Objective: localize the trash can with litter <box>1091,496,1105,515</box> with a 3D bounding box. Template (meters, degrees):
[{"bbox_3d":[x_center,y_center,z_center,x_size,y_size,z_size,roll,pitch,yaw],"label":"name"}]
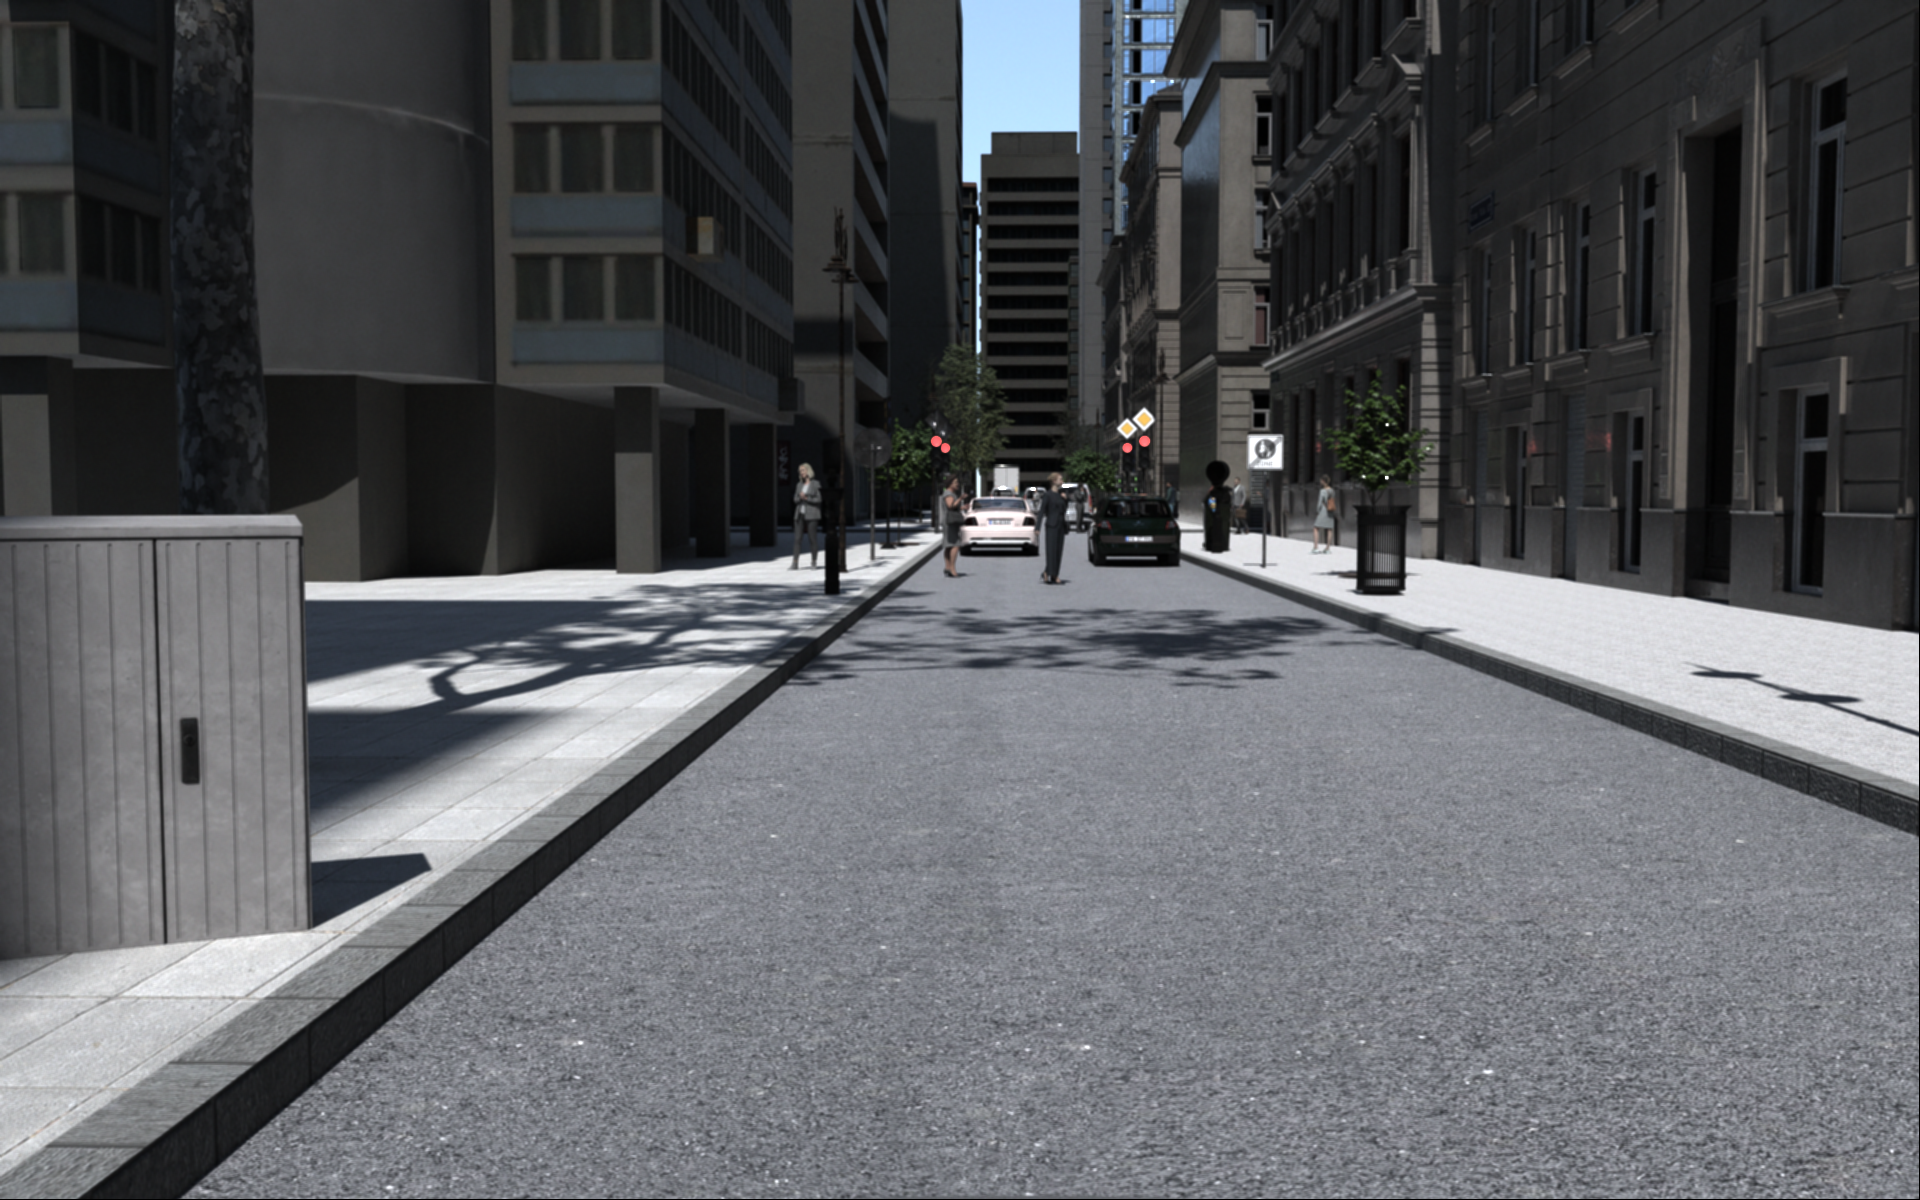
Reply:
[{"bbox_3d":[7.108,-4.701,88.254,1.055,1.170,0.624,-1,4,-12],"label":"trash can with litter"}]

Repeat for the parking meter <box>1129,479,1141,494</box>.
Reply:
[{"bbox_3d":[6.396,-3.521,63.283,0.399,1.863,0.255,-2,4,-31],"label":"parking meter"}]

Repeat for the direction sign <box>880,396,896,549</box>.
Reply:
[{"bbox_3d":[-1.686,-2.968,40.519,0.379,3.537,0.876,-1,4,-13],"label":"direction sign"}]

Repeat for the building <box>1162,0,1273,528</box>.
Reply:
[{"bbox_3d":[24.167,-14.614,72.220,30.059,22.955,16.112,0,4,2],"label":"building"}]

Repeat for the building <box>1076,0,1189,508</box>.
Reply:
[{"bbox_3d":[22.189,-51.408,153.187,22.319,86.520,31.000,0,4,2],"label":"building"}]

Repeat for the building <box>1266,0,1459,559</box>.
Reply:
[{"bbox_3d":[14.286,-12.648,42.946,11.583,22.565,21.152,0,4,2],"label":"building"}]

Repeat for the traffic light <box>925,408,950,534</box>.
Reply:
[{"bbox_3d":[-0.735,-4.113,56.174,0.839,4.253,0.868,0,4,2],"label":"traffic light"}]

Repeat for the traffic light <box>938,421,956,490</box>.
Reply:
[{"bbox_3d":[-0.517,-4.602,64.156,0.839,4.253,0.868,0,4,2],"label":"traffic light"}]

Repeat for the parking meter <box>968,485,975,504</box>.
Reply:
[{"bbox_3d":[0.697,-6.208,107.213,0.399,1.863,0.255,-2,4,-28],"label":"parking meter"}]

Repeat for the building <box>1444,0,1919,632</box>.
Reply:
[{"bbox_3d":[14.469,-13.605,19.703,12.463,27.353,25.104,0,4,2],"label":"building"}]

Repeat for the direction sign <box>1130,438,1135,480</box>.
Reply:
[{"bbox_3d":[6.985,-4.772,70.023,0.379,3.537,0.876,0,4,-5],"label":"direction sign"}]

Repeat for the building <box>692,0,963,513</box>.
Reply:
[{"bbox_3d":[-10.692,-32.246,150.929,21.300,48.544,21.600,0,4,2],"label":"building"}]

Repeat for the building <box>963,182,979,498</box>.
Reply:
[{"bbox_3d":[-11.882,-35.512,235.246,28.867,44.769,22.147,0,4,2],"label":"building"}]

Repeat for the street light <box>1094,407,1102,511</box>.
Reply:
[{"bbox_3d":[7.313,-7.299,92.134,0.468,5.910,1.993,0,4,2],"label":"street light"}]

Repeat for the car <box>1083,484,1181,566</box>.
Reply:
[{"bbox_3d":[3.552,-1.586,35.714,2.009,1.686,4.222,0,4,2],"label":"car"}]

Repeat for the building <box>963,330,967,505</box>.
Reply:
[{"bbox_3d":[-13.411,-20.306,177.040,27.650,21.520,28.899,0,4,2],"label":"building"}]

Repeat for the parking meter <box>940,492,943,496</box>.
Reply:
[{"bbox_3d":[-0.611,-3.976,70.711,0.399,1.863,0.255,-2,4,-29],"label":"parking meter"}]

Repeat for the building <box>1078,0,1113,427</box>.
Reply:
[{"bbox_3d":[23.108,-39.240,183.579,21.231,58.520,28.212,0,4,2],"label":"building"}]

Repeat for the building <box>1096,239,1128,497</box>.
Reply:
[{"bbox_3d":[16.349,-17.878,128.462,11.583,22.565,21.152,0,4,2],"label":"building"}]

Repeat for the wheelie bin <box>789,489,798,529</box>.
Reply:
[{"bbox_3d":[-5.892,-3.418,63.786,0.693,1.594,0.980,-1,4,-22],"label":"wheelie bin"}]

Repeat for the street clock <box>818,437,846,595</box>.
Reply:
[{"bbox_3d":[-1.638,-1.075,22.141,0.358,2.002,0.471,0,4,-6],"label":"street clock"}]

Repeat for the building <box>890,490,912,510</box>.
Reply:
[{"bbox_3d":[-13.479,-40.958,107.921,20.563,71.187,20.611,0,4,2],"label":"building"}]

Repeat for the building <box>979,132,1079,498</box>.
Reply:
[{"bbox_3d":[13.460,-37.366,234.628,21.600,48.544,21.300,0,4,2],"label":"building"}]

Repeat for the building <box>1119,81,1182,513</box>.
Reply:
[{"bbox_3d":[16.570,-18.801,104.653,12.463,27.353,25.104,0,4,2],"label":"building"}]

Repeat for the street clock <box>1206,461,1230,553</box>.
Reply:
[{"bbox_3d":[5.602,-2.025,37.684,0.471,2.002,0.358,2,4,30],"label":"street clock"}]

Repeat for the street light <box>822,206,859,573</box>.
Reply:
[{"bbox_3d":[-1.922,-3.386,28.152,0.468,5.910,1.993,0,4,2],"label":"street light"}]

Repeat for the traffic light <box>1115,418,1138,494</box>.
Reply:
[{"bbox_3d":[6.142,-4.591,63.991,0.839,4.253,0.868,0,4,2],"label":"traffic light"}]

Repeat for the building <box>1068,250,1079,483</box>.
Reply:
[{"bbox_3d":[19.748,-26.542,205.654,14.160,30.474,14.107,0,4,2],"label":"building"}]

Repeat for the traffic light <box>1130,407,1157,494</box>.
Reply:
[{"bbox_3d":[5.924,-4.103,56.009,0.839,4.253,0.868,0,4,2],"label":"traffic light"}]

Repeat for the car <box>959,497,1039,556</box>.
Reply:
[{"bbox_3d":[0.902,-1.791,41.637,2.083,1.381,4.827,0,4,0],"label":"car"}]

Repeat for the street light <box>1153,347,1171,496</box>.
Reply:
[{"bbox_3d":[6.335,-4.998,54.508,0.468,5.910,1.993,0,4,2],"label":"street light"}]

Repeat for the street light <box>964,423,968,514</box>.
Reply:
[{"bbox_3d":[0.368,-8.538,112.377,0.468,5.910,1.993,0,4,2],"label":"street light"}]

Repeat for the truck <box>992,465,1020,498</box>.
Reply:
[{"bbox_3d":[4.613,-11.223,172.407,2.839,4.237,11.283,0,4,1],"label":"truck"}]

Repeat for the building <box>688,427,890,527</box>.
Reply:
[{"bbox_3d":[-14.552,-27.766,77.676,21.300,48.544,21.600,0,4,2],"label":"building"}]

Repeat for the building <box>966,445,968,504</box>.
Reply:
[{"bbox_3d":[-14.846,-54.310,200.634,31.000,86.520,22.319,0,4,2],"label":"building"}]

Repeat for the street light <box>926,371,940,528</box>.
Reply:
[{"bbox_3d":[-1.006,-5.665,65.403,0.468,5.910,1.993,0,4,2],"label":"street light"}]

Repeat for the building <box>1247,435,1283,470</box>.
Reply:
[{"bbox_3d":[33.997,-33.962,205.391,14.200,45.320,14.600,0,4,2],"label":"building"}]

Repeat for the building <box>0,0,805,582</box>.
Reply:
[{"bbox_3d":[-15.872,-21.060,36.207,23.993,40.220,32.217,0,4,2],"label":"building"}]
